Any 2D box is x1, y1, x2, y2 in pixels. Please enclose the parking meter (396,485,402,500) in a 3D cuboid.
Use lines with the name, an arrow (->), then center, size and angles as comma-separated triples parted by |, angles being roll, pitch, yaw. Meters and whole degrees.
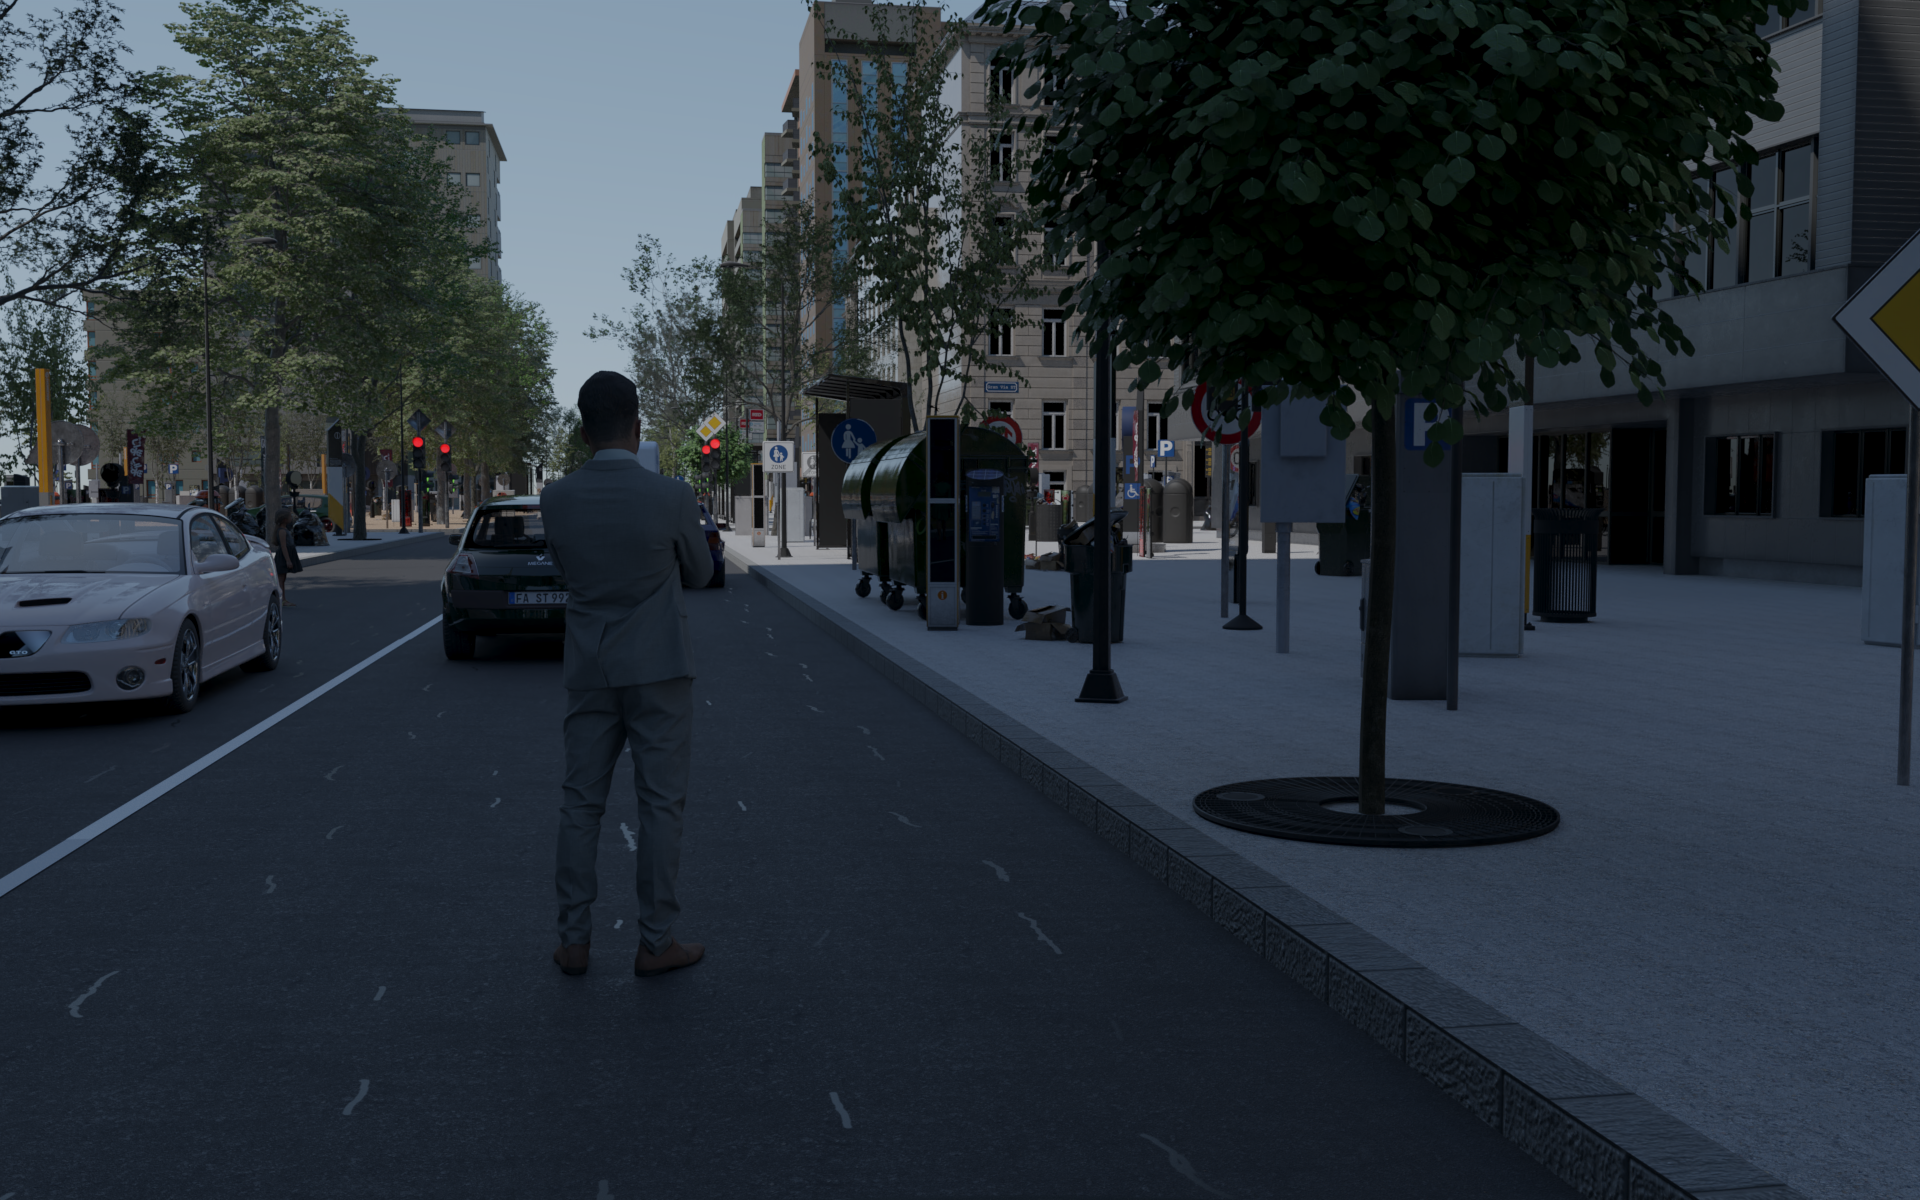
parking meter -> -36.966, -6.637, 114.218 | 0.255, 1.863, 0.399 | 2, 4, 31

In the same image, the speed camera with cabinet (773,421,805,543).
speed camera with cabinet -> -4.595, -3.196, 46.591 | 0.660, 3.252, 2.038 | -1, 4, -13

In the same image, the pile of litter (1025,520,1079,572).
pile of litter -> 1.616, -0.945, 29.417 | 1.176, 0.858, 1.719 | 1, 4, 16

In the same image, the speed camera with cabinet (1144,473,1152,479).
speed camera with cabinet -> 7.881, -4.980, 75.759 | 0.660, 3.252, 2.038 | 1, 4, 20

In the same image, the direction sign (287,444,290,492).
direction sign -> -30.353, -5.282, 78.357 | 0.379, 3.537, 0.876 | -1, 4, -15

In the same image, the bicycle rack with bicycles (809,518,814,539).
bicycle rack with bicycles -> -3.230, -2.195, 49.271 | 2.852, 0.926, 2.925 | 2, 4, 34

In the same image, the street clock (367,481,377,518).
street clock -> -31.512, -5.398, 92.832 | 0.471, 2.002, 0.358 | -3, 5, -44

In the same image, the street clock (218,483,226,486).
street clock -> -47.979, -6.612, 112.672 | 0.471, 2.002, 0.358 | 1, 4, 8

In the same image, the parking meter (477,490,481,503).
parking meter -> -29.682, -6.013, 106.725 | 0.372, 1.533, 0.369 | 0, 3, 0

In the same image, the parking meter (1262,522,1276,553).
parking meter -> 6.692, -1.942, 37.468 | 0.255, 1.863, 0.399 | 0, 4, -1

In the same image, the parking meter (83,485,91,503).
parking meter -> -56.141, -6.465, 111.417 | 0.255, 1.863, 0.399 | 3, 4, 38

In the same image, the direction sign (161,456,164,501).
direction sign -> -47.701, -6.828, 103.629 | 0.379, 3.537, 0.876 | -2, 4, -26

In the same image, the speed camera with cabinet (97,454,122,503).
speed camera with cabinet -> -40.727, -5.470, 83.762 | 0.660, 3.252, 2.038 | 0, 4, 1

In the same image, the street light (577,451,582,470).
street light -> -41.895, -13.225, 188.772 | 1.470, 5.913, 1.316 | -1, 4, -10

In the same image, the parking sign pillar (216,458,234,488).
parking sign pillar -> -54.851, -8.628, 129.543 | 1.447, 3.967, 1.447 | 3, 5, 44

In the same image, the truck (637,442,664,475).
truck -> -15.444, -5.696, 82.886 | 2.967, 4.110, 18.799 | -1, 4, -11

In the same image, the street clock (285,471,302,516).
street clock -> -20.733, -3.021, 53.958 | 0.358, 2.002, 0.471 | 2, 4, 28

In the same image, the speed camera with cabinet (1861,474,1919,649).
speed camera with cabinet -> 8.735, -1.251, 14.789 | 2.038, 3.252, 0.660 | -1, 4, -20

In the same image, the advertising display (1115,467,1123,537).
advertising display -> 3.935, -2.214, 41.410 | 0.974, 1.923, 0.123 | -2, 4, -35

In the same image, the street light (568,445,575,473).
street light -> -37.410, -11.738, 164.461 | 1.470, 5.913, 1.316 | -1, 4, -10

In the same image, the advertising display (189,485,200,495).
advertising display -> -53.778, -7.126, 121.722 | 0.974, 1.923, 0.123 | 2, 4, 29

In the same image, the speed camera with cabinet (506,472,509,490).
speed camera with cabinet -> -31.528, -7.732, 120.759 | 0.660, 3.252, 2.038 | 0, 4, -5

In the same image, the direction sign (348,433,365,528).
direction sign -> -22.644, -4.444, 64.651 | 0.876, 3.537, 0.379 | 0, 4, 0

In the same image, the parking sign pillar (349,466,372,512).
parking sign pillar -> -41.894, -8.128, 121.372 | 1.447, 3.967, 1.447 | 2, 4, 33

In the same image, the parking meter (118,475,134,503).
parking meter -> -23.953, -2.695, 49.774 | 0.399, 1.863, 0.255 | -1, 4, -20

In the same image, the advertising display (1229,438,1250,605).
advertising display -> 3.245, -0.927, 20.374 | 0.123, 1.923, 0.974 | 0, 4, -2

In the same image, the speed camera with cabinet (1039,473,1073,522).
speed camera with cabinet -> 4.008, -4.971, 75.611 | 0.660, 3.252, 2.038 | -3, 5, -45

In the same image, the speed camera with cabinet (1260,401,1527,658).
speed camera with cabinet -> 3.457, -1.196, 13.894 | 2.038, 3.252, 0.660 | 1, 4, 11

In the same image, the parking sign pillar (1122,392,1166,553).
parking sign pillar -> 3.830, -3.040, 38.172 | 1.447, 3.967, 1.447 | 0, 4, 8

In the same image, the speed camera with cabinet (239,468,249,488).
speed camera with cabinet -> -48.740, -7.570, 118.103 | 0.660, 3.252, 2.038 | -2, 4, -25

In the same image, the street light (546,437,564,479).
street light -> -32.897, -10.251, 140.152 | 1.470, 5.913, 1.316 | -1, 4, -10

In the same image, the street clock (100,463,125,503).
street clock -> -19.674, -2.183, 40.255 | 0.471, 2.002, 0.358 | 0, 4, 2

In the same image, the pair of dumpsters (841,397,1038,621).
pair of dumpsters -> -0.301, -1.042, 19.523 | 1.574, 2.255, 4.437 | -1, 4, -11

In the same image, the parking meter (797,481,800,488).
parking meter -> -6.380, -3.754, 67.090 | 0.399, 1.863, 0.255 | -1, 4, -20

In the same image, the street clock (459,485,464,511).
street clock -> -38.180, -7.840, 132.754 | 0.358, 2.002, 0.471 | 2, 4, 28

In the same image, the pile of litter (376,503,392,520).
pile of litter -> -28.252, -4.415, 86.150 | 1.719, 0.858, 1.176 | 0, 4, -4

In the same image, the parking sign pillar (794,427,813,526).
parking sign pillar -> -6.563, -4.894, 68.496 | 1.447, 3.967, 1.447 | 0, 4, -4

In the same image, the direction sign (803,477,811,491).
direction sign -> -11.543, -8.543, 131.669 | 0.876, 3.537, 0.379 | -3, 4, -37

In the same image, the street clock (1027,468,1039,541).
street clock -> 1.983, -2.618, 47.372 | 0.358, 2.002, 0.471 | -1, 4, -12

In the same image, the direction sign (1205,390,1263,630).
direction sign -> 2.688, -1.491, 16.370 | 0.876, 3.537, 0.379 | -2, 4, -29

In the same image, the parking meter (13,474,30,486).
parking meter -> -26.900, -2.692, 49.725 | 0.399, 1.863, 0.255 | 0, 4, 1

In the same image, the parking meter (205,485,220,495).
parking meter -> -20.818, -2.437, 48.264 | 0.372, 1.533, 0.369 | 0, 3, 0

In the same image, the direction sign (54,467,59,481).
direction sign -> -55.746, -7.001, 106.459 | 0.876, 3.537, 0.379 | 1, 4, 11

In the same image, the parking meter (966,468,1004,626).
parking meter -> 0.243, -0.524, 16.977 | 0.372, 1.533, 0.369 | 0, 3, 0

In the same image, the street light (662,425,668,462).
street light -> -19.122, -8.813, 116.625 | 1.470, 5.913, 1.316 | -1, 4, -10

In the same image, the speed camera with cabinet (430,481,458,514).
speed camera with cabinet -> -33.150, -7.109, 110.564 | 2.038, 3.252, 0.660 | -2, 4, -35

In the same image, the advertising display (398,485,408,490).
advertising display -> -40.759, -7.436, 126.789 | 0.974, 1.923, 0.123 | 2, 4, 31

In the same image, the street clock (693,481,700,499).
street clock -> -12.409, -4.707, 81.522 | 0.358, 2.002, 0.471 | 1, 4, 8

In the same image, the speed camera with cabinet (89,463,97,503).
speed camera with cabinet -> -55.355, -7.135, 110.986 | 0.660, 3.252, 2.038 | -1, 4, -17
